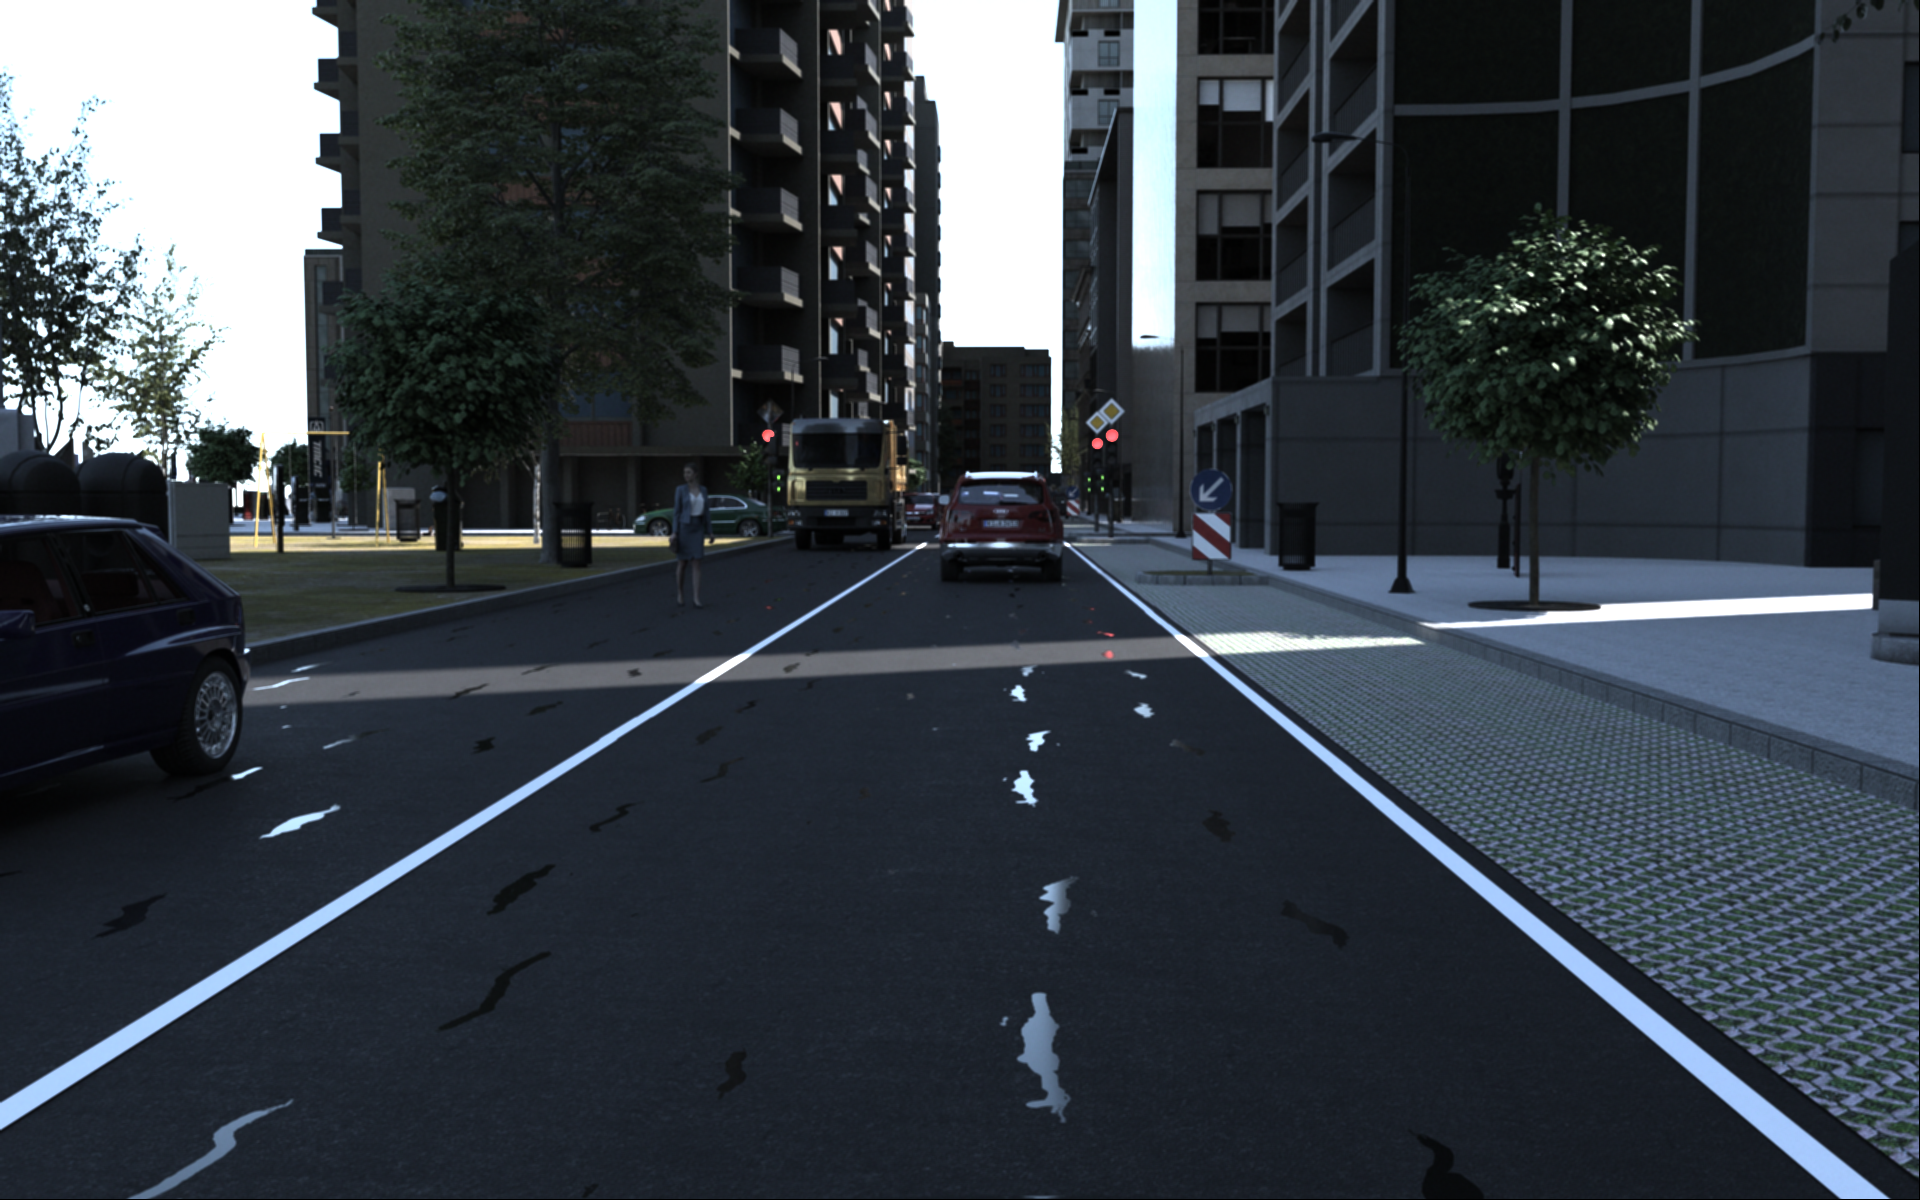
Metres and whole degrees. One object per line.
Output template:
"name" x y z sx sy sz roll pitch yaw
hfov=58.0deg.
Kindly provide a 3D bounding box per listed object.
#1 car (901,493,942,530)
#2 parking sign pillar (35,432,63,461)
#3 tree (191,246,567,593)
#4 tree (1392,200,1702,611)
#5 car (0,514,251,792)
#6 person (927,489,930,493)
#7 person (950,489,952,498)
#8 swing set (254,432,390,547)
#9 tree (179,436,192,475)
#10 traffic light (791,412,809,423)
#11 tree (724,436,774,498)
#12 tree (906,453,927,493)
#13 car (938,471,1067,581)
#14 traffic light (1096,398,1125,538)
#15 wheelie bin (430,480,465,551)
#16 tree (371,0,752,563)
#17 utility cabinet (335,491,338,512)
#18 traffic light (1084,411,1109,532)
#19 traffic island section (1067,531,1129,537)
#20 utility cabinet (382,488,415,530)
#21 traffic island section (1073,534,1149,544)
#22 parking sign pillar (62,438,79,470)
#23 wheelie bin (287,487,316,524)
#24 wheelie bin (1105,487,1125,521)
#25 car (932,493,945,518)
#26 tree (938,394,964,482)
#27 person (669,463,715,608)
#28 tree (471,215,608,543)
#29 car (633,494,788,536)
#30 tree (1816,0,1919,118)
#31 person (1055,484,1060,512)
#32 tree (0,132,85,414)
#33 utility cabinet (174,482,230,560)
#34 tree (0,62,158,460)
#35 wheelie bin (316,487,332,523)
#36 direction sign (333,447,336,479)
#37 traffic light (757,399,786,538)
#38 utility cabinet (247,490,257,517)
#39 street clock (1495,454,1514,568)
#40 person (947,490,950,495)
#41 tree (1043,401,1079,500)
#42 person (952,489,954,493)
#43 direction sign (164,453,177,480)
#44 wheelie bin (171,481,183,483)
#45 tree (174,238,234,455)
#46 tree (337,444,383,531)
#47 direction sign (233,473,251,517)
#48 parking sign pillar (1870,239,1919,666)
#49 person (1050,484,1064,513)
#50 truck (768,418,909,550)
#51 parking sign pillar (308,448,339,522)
"car" -1.713 -3.754 70.423 2.155 1.783 4.494 0 4 3
"parking sign pillar" -40.695 -5.356 76.040 1.447 3.967 1.447 1 4 16
"tree" -6.868 -2.406 23.050 4.285 4.588 4.351 0 3 0
"tree" 6.587 -2.189 19.509 4.285 4.588 4.351 0 3 0
"car" -4.729 0.303 7.632 1.945 1.354 3.894 0 4 3
"person" -2.248 -6.976 122.746 0.721 1.800 0.419 -1 4 -13
"person" -0.566 -7.307 128.305 0.444 1.785 0.601 -3 5 -43
"swing set" -15.981 -2.825 43.809 3.119 2.851 2.862 -1 4 -12
"tree" -29.638 -5.271 69.900 4.285 4.588 4.351 0 3 0
"traffic light" -5.348 -4.276 58.830 0.839 4.253 0.868 0 4 1
"tree" -6.887 -3.865 57.802 1.663 3.219 1.824 0 3 0
"tree" -4.182 -9.115 132.742 4.285 4.588 4.351 0 3 0
"car" 0.726 -1.308 30.062 2.281 1.827 5.304 0 4 2
"traffic light" 4.401 -3.773 50.604 0.839 4.253 0.868 0 4 1
"wheelie bin" -11.634 -1.920 39.304 0.693 1.594 0.980 -1 4 -9
"tree" -7.391 -6.986 32.353 7.486 12.596 7.792 0 3 0
"utility cabinet" -39.768 -6.297 111.627 1.173 1.500 0.318 1 4 8
"traffic light" 4.610 -4.261 58.586 0.839 4.253 0.868 0 4 1
"traffic island section" 4.650 -2.227 58.699 2.009 0.180 2.903 0 4 1
"utility cabinet" -19.640 -3.180 60.674 0.318 1.500 1.173 2 4 32
"traffic island section" 4.441 -1.739 50.717 2.009 0.180 2.903 0 4 1
"parking sign pillar" -42.843 -5.785 83.053 1.447 3.967 1.447 1 4 22
"wheelie bin" -28.213 -4.042 73.993 0.980 1.594 0.693 -2 4 -28
"wheelie bin" 7.273 -4.514 81.714 0.980 1.594 0.693 -2 4 -28
"car" -1.815 -5.806 103.965 2.155 1.783 4.494 0 4 1
"tree" -3.273 -16.238 183.618 7.486 12.596 7.792 0 3 0
"person" -3.403 -0.820 21.928 0.581 1.822 0.654 -1 4 -17
"tree" -11.100 -5.790 45.029 4.360 8.622 3.978 0 3 0
"car" -7.822 -2.608 54.434 4.920 1.459 2.131 0 4 3
"tree" 6.130 -3.533 8.133 4.360 8.622 3.978 0 3 0
"person" 3.985 -3.976 73.371 0.748 1.841 0.638 1 4 11
"tree" -19.691 -5.235 35.957 4.737 8.622 4.395 0 3 0
"utility cabinet" -14.788 -1.523 33.587 0.318 1.500 1.173 2 4 32
"tree" -15.599 -4.836 29.431 4.360 8.622 3.978 0 3 0
"wheelie bin" -28.731 -4.275 77.804 0.980 1.594 0.693 -3 5 -40
"direction sign" -29.994 -5.565 82.980 0.379 3.537 0.876 0 4 -7
"traffic light" -5.557 -3.788 50.847 0.839 4.253 0.868 0 4 1
"utility cabinet" -39.498 -5.373 96.524 0.318 1.500 1.173 0 4 0
"street clock" 9.400 -1.549 29.896 0.358 2.002 0.471 1 4 10
"person" -1.124 -9.230 159.414 0.705 1.824 1.348 1 4 14
"tree" 9.811 -11.710 141.823 4.737 8.622 4.395 0 3 0
"person" -0.242 -5.866 105.086 0.598 1.740 0.731 0 4 -1
"direction sign" -43.518 -6.321 95.352 0.379 3.537 0.876 3 4 36
"wheelie bin" -18.511 -1.992 40.477 0.980 1.594 0.693 -1 4 -13
"tree" -22.786 -6.017 48.746 4.737 8.622 4.395 0 3 0
"tree" -21.172 -4.015 60.239 1.663 3.219 1.824 0 3 0
"direction sign" -39.365 -6.306 95.102 0.876 3.537 0.379 -3 5 -42
"parking sign pillar" 7.800 -1.511 13.171 1.447 3.967 1.447 -3 5 -42
"person" 3.288 -3.134 60.156 0.576 1.772 0.534 -2 4 -31
"truck" -2.943 -3.119 46.913 3.469 3.379 9.791 0 4 2
"parking sign pillar" -30.028 -5.688 81.467 1.447 3.967 1.447 2 4 30
